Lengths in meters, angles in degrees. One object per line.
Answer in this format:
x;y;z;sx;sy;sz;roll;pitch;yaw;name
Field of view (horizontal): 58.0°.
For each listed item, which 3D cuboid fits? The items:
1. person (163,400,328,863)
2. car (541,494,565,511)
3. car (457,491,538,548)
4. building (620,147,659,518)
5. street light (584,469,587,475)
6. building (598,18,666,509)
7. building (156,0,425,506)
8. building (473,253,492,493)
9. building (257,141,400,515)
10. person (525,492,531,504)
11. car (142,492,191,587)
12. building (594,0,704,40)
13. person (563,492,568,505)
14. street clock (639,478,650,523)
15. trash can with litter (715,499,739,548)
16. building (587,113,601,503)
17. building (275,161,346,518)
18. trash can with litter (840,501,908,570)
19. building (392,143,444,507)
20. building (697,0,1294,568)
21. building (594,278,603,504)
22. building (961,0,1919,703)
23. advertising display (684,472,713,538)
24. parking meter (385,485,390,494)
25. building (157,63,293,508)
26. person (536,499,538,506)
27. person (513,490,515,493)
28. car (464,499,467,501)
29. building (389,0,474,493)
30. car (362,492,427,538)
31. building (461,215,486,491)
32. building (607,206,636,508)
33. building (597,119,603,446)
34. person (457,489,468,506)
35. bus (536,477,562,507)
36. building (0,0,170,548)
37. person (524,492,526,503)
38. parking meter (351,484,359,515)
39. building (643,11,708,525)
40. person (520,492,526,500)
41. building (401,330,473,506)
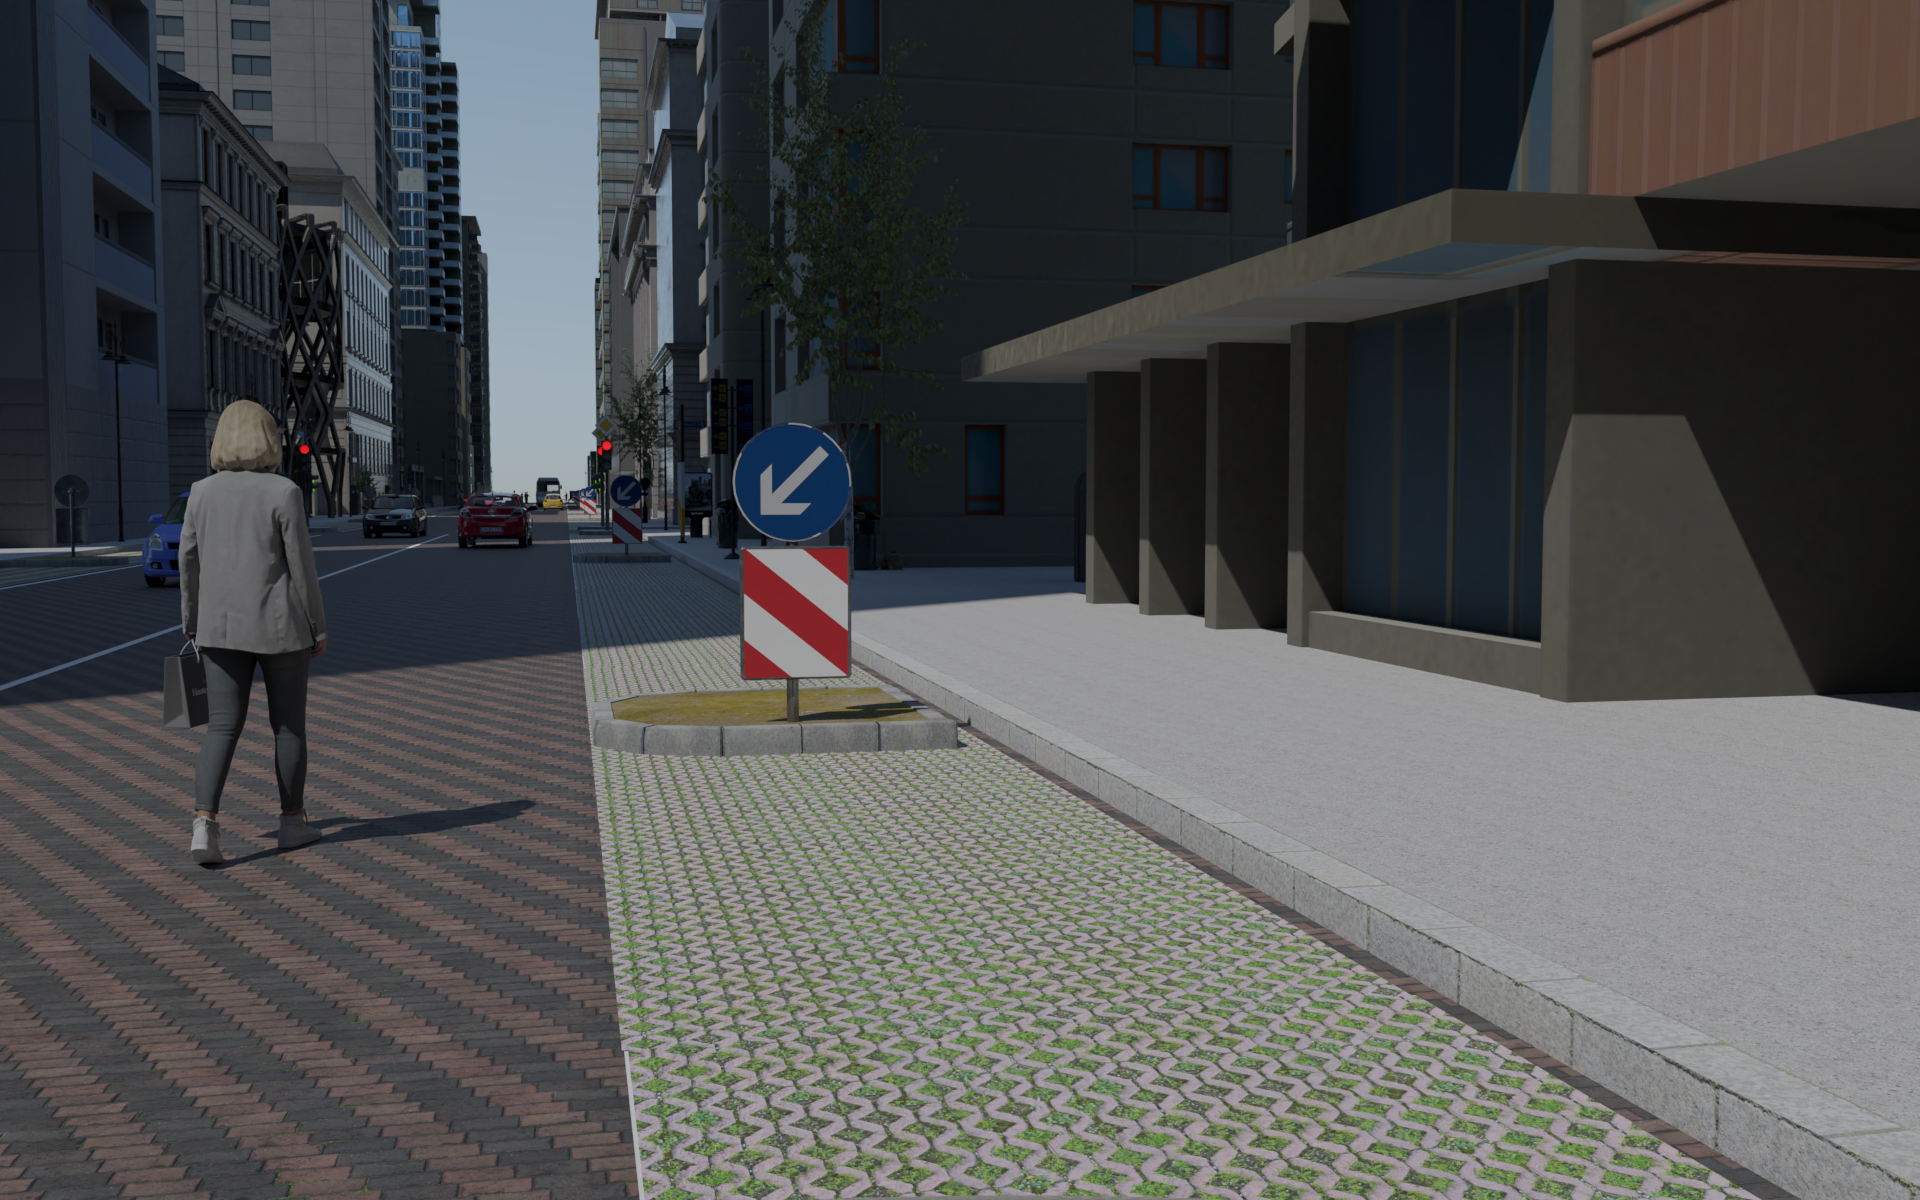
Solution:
-2.882;0.112;6.857;0.709;1.800;0.728;0;4;8;person
-35.437;-8.603;150.879;2.015;1.641;3.980;-1;4;-14;car
-12.695;-2.348;47.438;2.155;1.783;4.494;-1;4;-11;car
-13.037;-15.987;103.191;13.314;21.916;24.055;-1;4;-13;building
-57.382;-18.040;267.747;0.468;5.910;1.993;-1;4;-13;street light
-24.813;-28.788;154.279;14.154;41.232;14.086;-1;4;-13;building
-56.911;-43.309;146.356;20.563;71.187;20.611;-1;4;-13;building
-84.679;-36.728;284.091;14.154;41.232;14.086;-1;4;-13;building
-48.195;-17.487;119.203;16.112;22.955;30.059;-1;4;-13;building
-64.486;-15.262;258.026;0.705;1.826;1.348;2;4;24;person
-11.994;-1.130;28.075;1.945;1.707;3.694;-1;4;-11;car
-21.923;-35.879;175.864;28.713;52.752;27.495;-1;4;-13;building
-52.775;-13.622;231.672;0.568;1.767;0.683;0;4;-5;person
-13.939;-4.405;76.592;0.358;2.002;0.471;3;5;42;street clock
-5.604;-1.818;41.116;0.624;1.170;1.055;-1;4;-20;trash can with litter
-50.014;-59.397;283.818;22.319;86.520;31.000;-1;4;-13;building
-41.479;-13.671;90.967;16.820;18.784;16.811;-1;4;-13;building
-1.455;-1.099;29.349;1.055;1.170;0.624;-2;4;-27;trash can with litter
-67.696;-29.126;168.093;32.217;40.220;23.993;-1;4;-13;building
8.038;-12.304;46.204;27.650;21.520;28.899;-1;4;-13;building
-41.806;-28.188;232.574;14.160;30.474;14.107;-1;4;-13;building
13.649;-21.675;9.014;22.147;44.769;28.867;-1;4;-13;building
-7.756;-2.795;50.905;0.974;1.923;0.123;-1;4;-23;advertising display
-36.811;-6.465;111.413;0.255;1.863;0.399;0;4;3;parking meter
-35.100;-12.752;73.119;10.561;19.102;19.286;-1;4;-13;building
-51.584;-12.407;211.296;0.705;1.831;1.348;-2;4;-27;person
-46.165;-10.461;179.469;1.348;1.831;0.705;0;4;-3;person
-30.711;-6.245;111.142;2.155;1.783;4.494;-1;4;-13;car
-76.903;-56.188;231.348;22.319;86.520;31.000;-1;4;-13;building
-18.898;-2.948;57.985;2.009;1.686;4.222;-1;4;-11;car
-83.770;-37.145;261.942;22.147;44.769;28.867;-1;4;-13;building
-18.699;-18.988;129.517;14.314;24.678;30.058;-1;4;-13;building
-31.056;-35.735;203.867;23.786;49.044;30.456;-1;4;-13;building
-41.351;-8.271;143.806;0.705;1.814;1.350;2;4;25;person
-46.748;-12.356;196.884;2.948;3.499;13.247;-1;4;-13;bus
-37.167;-30.735;44.517;28.212;58.520;21.231;-1;4;-13;building
-67.057;-15.810;267.128;0.705;1.807;1.348;-2;4;-32;person
-36.274;-6.000;103.813;0.399;1.863;0.255;1;4;15;parking meter
3.575;-15.902;79.077;34.723;24.649;14.460;-1;4;-13;building
-63.703;-14.843;251.904;1.217;1.735;0.721;0;4;-6;person
-70.293;-21.443;195.638;27.650;21.520;28.899;-1;4;-13;building
